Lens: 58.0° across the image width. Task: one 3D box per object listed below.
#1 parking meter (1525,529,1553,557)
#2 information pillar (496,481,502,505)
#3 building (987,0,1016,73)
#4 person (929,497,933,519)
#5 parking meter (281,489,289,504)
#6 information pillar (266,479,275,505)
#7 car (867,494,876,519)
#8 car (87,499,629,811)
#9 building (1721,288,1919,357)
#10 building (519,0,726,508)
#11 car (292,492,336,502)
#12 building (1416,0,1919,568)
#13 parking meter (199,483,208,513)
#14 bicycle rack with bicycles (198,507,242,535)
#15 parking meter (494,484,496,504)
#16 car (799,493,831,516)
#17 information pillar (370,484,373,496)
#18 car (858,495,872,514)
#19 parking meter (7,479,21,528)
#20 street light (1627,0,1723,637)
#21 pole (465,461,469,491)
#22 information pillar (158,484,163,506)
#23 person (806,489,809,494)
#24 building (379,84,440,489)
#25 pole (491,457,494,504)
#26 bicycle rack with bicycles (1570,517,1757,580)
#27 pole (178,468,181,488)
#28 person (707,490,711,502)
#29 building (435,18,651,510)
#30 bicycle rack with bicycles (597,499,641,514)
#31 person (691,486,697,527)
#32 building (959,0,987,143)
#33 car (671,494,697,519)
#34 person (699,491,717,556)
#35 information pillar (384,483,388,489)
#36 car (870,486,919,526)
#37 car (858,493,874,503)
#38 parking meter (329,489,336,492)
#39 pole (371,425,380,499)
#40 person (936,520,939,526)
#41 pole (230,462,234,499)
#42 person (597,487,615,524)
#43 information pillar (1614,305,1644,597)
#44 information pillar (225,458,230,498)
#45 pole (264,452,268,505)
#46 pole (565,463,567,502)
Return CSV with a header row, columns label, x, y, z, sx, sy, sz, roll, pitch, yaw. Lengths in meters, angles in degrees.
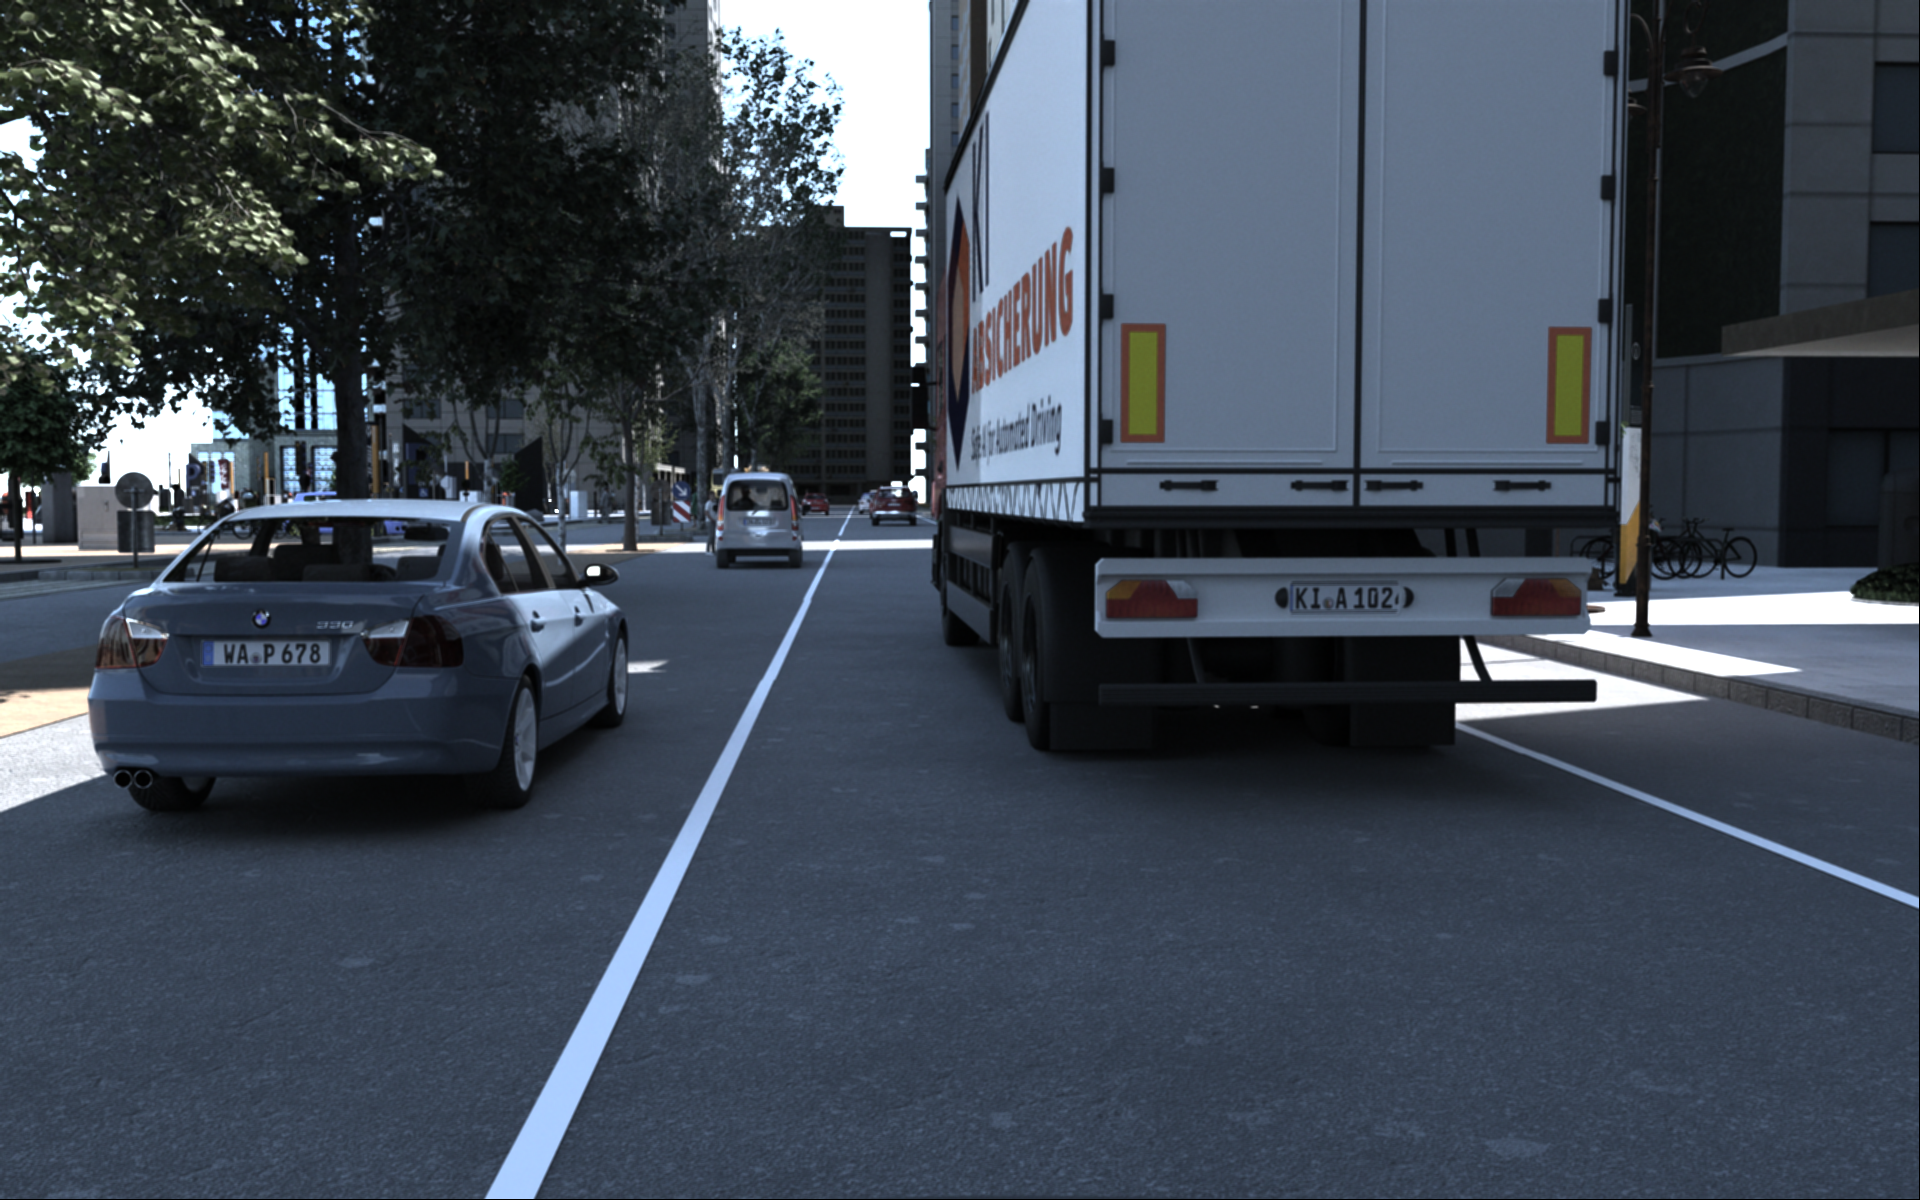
label,x,y,z,sx,sy,sz,roll,pitch,yaw
parking meter,8.886,-1.273,26.523,0.399,1.863,0.255,2,4,35
information pillar,-24.725,-5.410,92.948,0.304,2.012,0.304,-1,4,-13
building,15.873,-31.273,100.558,28.713,52.752,27.495,0,4,-3
person,-1.438,-5.456,98.459,0.760,1.731,0.466,-1,4,-19
parking meter,-33.640,-4.768,86.372,0.372,1.533,0.369,0,3,0
information pillar,-32.920,-4.784,82.718,0.304,2.012,0.304,-3,5,-44
car,-4.423,-5.676,101.846,2.155,1.783,4.494,0,4,-3
car,-2.895,0.174,9.157,2.014,1.417,4.499,0,4,-2
building,19.350,-21.299,2.863,22.147,44.769,28.867,0,4,-3
building,-37.959,-46.464,197.939,20.611,71.187,20.563,0,4,-3
car,-19.348,-2.753,54.607,3.694,1.707,1.945,0,4,-3
building,15.430,-36.698,38.260,20.563,71.187,20.611,0,4,-3
parking meter,-41.635,-5.483,95.358,0.399,1.863,0.255,-3,5,-42
bicycle rack with bicycles,-20.069,-2.245,50.085,2.925,0.926,2.852,0,4,8
parking meter,-26.178,-5.624,97.657,0.255,1.863,0.399,3,5,39
car,-9.617,-6.486,115.085,2.155,1.783,4.494,0,4,-5
information pillar,-43.004,-7.481,126.803,0.304,2.012,0.304,0,4,-6
car,-6.379,-6.932,125.699,2.083,1.381,4.827,0,4,-2
parking meter,-35.335,-3.609,64.725,0.255,1.863,0.399,2,4,31
street light,6.146,-2.609,15.440,0.468,5.910,1.993,0,4,-3
pole,-30.460,-6.922,107.024,0.158,3.312,0.155,0,3,0
information pillar,-58.146,-7.433,126.020,0.304,2.012,0.304,-3,5,-43
person,-11.518,-7.436,130.095,0.388,1.821,0.555,0,4,-7
building,-34.922,-43.123,143.319,20.563,71.187,20.611,0,4,-3
pole,-24.314,-5.879,89.969,0.158,3.312,0.155,0,3,0
bicycle rack with bicycles,10.797,-0.820,26.792,2.925,0.926,2.852,0,4,6
pole,-60.017,-8.524,133.206,0.158,3.312,0.155,0,3,0
person,-20.529,-8.114,141.722,0.434,1.755,0.990,0,4,-4
building,-36.509,-44.378,163.834,20.563,71.187,20.611,0,4,-3
bicycle rack with bicycles,-22.906,-6.169,114.242,2.852,0.926,2.925,2,4,33
person,-11.260,-4.004,74.217,0.529,1.795,0.600,2,4,29
building,7.201,-29.298,129.128,14.600,45.320,14.200,0,4,-3
car,-15.671,-5.472,99.250,2.009,1.686,4.222,0,4,-2
person,-5.799,-1.793,40.419,0.523,1.515,0.503,-1,4,-22
information pillar,-38.095,-6.755,114.941,0.304,2.012,0.304,-1,4,-9
car,-3.024,-4.341,79.645,2.281,1.827,5.304,0,4,-2
car,-7.721,-8.435,147.503,1.945,1.707,3.694,0,4,-3
parking meter,-30.538,-4.646,84.371,0.372,1.533,0.369,0,3,0
pole,-17.349,-3.524,51.459,0.158,3.312,0.155,0,3,0
person,-0.994,-3.926,76.940,0.306,1.304,0.590,0,4,8
pole,-47.800,-7.300,113.204,0.158,3.312,0.155,0,3,0
person,-17.030,-4.554,83.234,0.850,1.792,0.678,0,4,5
information pillar,8.429,-1.855,21.685,0.183,3.616,0.504,3,5,45
information pillar,-47.593,-7.427,112.794,0.504,3.616,0.183,1,4,14
pole,-33.756,-5.534,84.316,0.158,3.312,0.155,0,3,0
pole,-26.041,-7.373,114.395,0.158,3.312,0.155,0,3,0
